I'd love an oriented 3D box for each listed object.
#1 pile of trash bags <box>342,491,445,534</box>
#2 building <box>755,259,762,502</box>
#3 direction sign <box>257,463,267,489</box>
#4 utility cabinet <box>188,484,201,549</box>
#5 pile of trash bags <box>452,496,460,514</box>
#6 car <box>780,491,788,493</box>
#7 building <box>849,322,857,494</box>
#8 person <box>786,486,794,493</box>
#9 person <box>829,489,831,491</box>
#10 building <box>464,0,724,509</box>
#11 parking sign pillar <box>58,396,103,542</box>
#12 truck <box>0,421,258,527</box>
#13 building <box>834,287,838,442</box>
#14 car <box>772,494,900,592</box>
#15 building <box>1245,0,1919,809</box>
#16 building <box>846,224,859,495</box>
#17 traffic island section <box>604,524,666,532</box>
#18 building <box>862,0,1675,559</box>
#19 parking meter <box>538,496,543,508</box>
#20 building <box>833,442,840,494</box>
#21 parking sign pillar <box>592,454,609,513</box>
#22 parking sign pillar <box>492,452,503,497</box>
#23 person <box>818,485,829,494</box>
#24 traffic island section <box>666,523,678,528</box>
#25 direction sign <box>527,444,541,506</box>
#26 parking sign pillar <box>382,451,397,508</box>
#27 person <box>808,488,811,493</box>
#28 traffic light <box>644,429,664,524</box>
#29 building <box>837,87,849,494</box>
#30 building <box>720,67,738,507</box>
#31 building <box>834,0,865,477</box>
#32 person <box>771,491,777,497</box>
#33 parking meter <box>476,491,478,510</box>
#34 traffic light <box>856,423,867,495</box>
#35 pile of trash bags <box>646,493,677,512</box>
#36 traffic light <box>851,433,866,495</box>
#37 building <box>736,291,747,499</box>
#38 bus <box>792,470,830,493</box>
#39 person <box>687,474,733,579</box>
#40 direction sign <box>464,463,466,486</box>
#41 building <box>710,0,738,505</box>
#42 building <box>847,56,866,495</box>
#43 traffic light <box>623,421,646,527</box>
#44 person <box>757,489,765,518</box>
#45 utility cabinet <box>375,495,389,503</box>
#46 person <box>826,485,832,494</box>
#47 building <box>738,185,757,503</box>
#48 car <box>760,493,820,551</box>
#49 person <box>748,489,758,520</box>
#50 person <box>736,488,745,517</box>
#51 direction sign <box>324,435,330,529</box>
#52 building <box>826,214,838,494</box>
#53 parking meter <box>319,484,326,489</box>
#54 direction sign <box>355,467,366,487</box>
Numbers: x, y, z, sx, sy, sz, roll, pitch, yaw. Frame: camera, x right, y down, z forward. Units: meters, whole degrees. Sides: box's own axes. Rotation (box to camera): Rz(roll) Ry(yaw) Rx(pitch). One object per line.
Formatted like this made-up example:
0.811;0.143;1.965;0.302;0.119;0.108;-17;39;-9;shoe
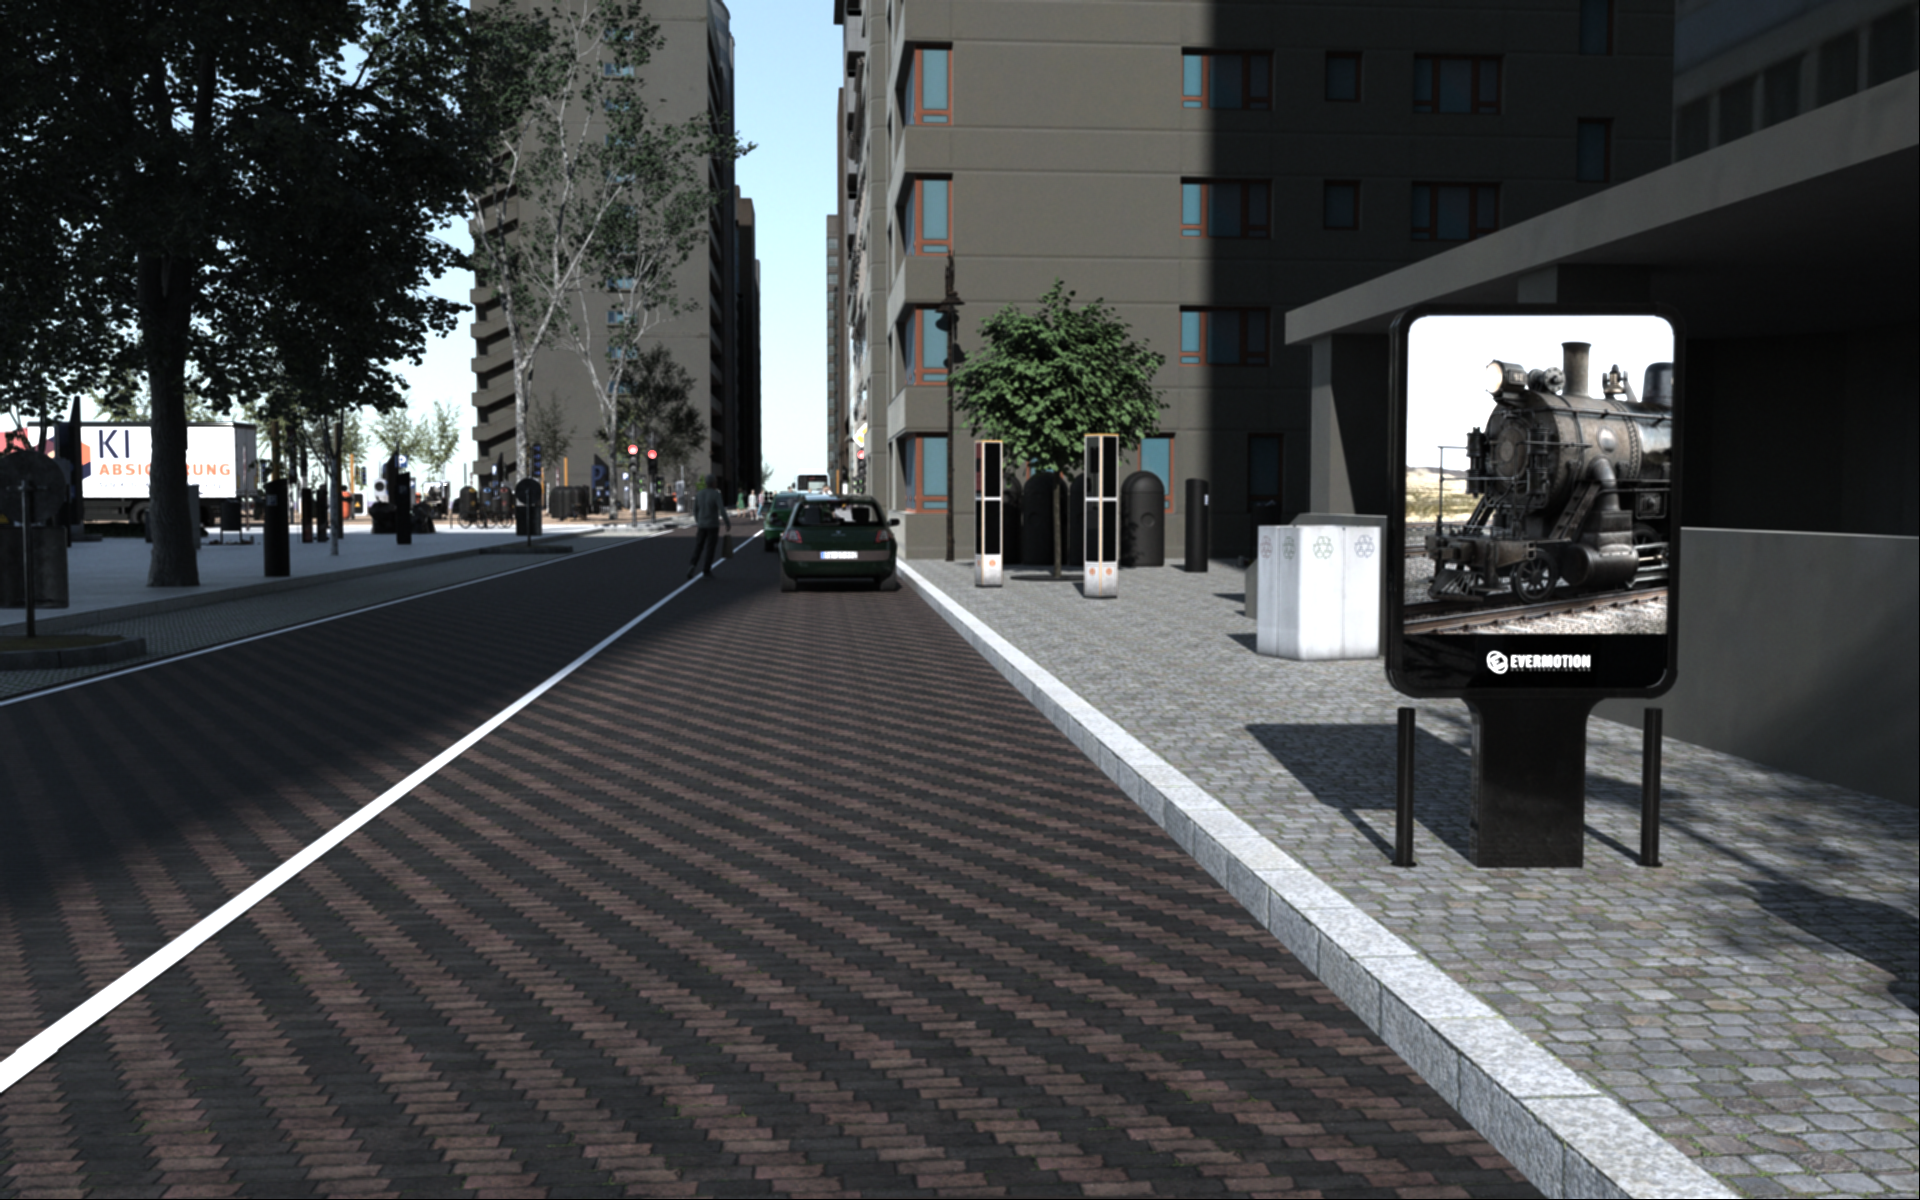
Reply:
-18.902;-2.875;56.761;3.447;1.369;1.912;1;4;9;pile of trash bags
-40.890;-37.255;292.713;14.154;41.232;14.086;0;4;-5;building
-49.847;-8.039;123.434;0.876;3.537;0.379;0;4;4;direction sign
-17.921;-1.901;39.760;1.173;1.500;0.318;2;4;35;utility cabinet
-33.339;-6.183;110.850;3.447;1.369;1.912;0;4;-3;pile of trash bags
-24.120;-14.104;239.265;2.281;1.827;5.304;0;4;-5;car
-3.738;-17.589;142.324;10.420;20.320;16.860;0;4;-5;building
-9.033;-5.189;93.152;0.655;1.846;0.447;-3;4;-36;person
-6.769;-4.985;90.346;0.599;1.781;0.374;1;4;19;person
-33.231;-32.768;159.455;21.300;48.544;21.600;0;4;-5;building
-24.055;-3.570;46.847;1.447;3.967;1.447;-1;4;-20;parking sign pillar
-33.761;-4.847;68.162;11.283;4.237;2.839;0;4;-3;truck
-10.541;-28.745;241.687;14.160;30.474;14.107;0;4;-5;building
-1.906;-1.036;26.732;2.009;1.686;4.222;0;4;-5;car
19.608;-19.537;11.309;32.217;40.220;23.993;0;4;-5;building
-1.140;-17.138;122.003;13.314;21.916;24.055;0;4;-5;building
-12.533;-2.710;66.583;2.009;0.180;2.903;0;4;-5;traffic island section
11.495;-12.464;48.831;27.650;21.520;28.899;0;4;-5;building
-34.319;-8.313;141.624;0.255;1.863;0.399;1;4;23;parking meter
-4.138;-54.863;209.685;22.319;86.520;31.000;0;4;-5;building
-24.097;-7.806;116.102;1.447;3.967;1.447;3;4;36;parking sign pillar
-29.667;-7.505;111.172;1.447;3.967;1.447;0;4;-2;parking sign pillar
-6.070;-4.184;76.873;0.622;1.834;0.822;-3;5;-41;person
-13.206;-3.196;74.540;2.009;0.180;2.903;0;4;-5;traffic island section
-19.212;-5.241;77.683;0.876;3.537;0.379;-2;4;-35;direction sign
-35.281;-7.257;107.129;1.447;3.967;1.447;0;4;7;parking sign pillar
-9.383;-6.093;108.472;0.624;1.780;0.694;2;4;34;person
-13.165;-5.229;74.408;0.839;4.253;0.868;0;4;-5;traffic light
-6.257;-32.906;188.126;14.600;45.320;14.200;0;4;-5;building
-30.931;-32.311;178.394;14.600;45.320;14.200;0;4;-5;building
2.415;-35.381;167.716;28.713;52.752;27.495;0;4;-5;building
-19.287;-10.446;179.830;0.750;1.759;0.617;-2;4;-32;person
-37.749;-7.735;134.884;0.372;1.533;0.369;0;3;0;parking meter
-3.614;-4.789;67.215;0.839;4.253;0.868;0;4;-5;traffic light
-21.523;-7.166;126.921;1.912;1.369;3.447;1;4;17;pile of trash bags
-4.286;-5.275;75.171;0.839;4.253;0.868;0;4;-5;traffic light
-36.895;-28.592;239.176;14.160;30.474;14.107;0;4;-5;building
-11.760;-8.686;136.871;2.948;3.499;13.247;0;4;-6;bus
-4.195;-1.240;29.264;0.782;1.767;0.515;2;4;25;person
-36.087;-8.219;126.378;0.379;3.537;0.876;-1;4;-21;direction sign
-36.921;-40.167;198.729;21.231;58.520;28.212;0;4;-5;building
0.175;-18.352;97.326;12.463;27.353;25.104;0;4;-5;building
-12.493;-4.742;66.451;0.839;4.253;0.868;0;4;-5;traffic light
-12.174;-5.885;105.553;0.643;1.720;0.563;-1;4;-21;person
-31.990;-5.177;95.809;1.020;1.237;0.306;3;5;43;utility cabinet
-6.105;-4.358;79.851;0.679;1.850;0.850;3;5;40;person
-37.083;-36.933;253.959;14.600;45.320;14.200;0;4;-5;building
-4.163;-2.194;44.667;1.959;1.807;4.718;0;4;-6;car
-11.544;-5.324;96.551;0.512;1.701;0.522;-1;4;-17;person
-13.522;-5.999;106.831;0.529;1.795;0.600;1;4;11;person
-23.360;-4.395;63.855;0.379;3.537;0.876;-2;4;-26;direction sign
-12.576;-34.967;255.308;14.154;41.232;14.086;0;4;-5;building
-35.323;-5.527;96.080;0.399;1.863;0.255;1;4;16;parking meter
-49.741;-9.284;143.797;0.876;3.537;0.379;0;4;-6;direction sign
